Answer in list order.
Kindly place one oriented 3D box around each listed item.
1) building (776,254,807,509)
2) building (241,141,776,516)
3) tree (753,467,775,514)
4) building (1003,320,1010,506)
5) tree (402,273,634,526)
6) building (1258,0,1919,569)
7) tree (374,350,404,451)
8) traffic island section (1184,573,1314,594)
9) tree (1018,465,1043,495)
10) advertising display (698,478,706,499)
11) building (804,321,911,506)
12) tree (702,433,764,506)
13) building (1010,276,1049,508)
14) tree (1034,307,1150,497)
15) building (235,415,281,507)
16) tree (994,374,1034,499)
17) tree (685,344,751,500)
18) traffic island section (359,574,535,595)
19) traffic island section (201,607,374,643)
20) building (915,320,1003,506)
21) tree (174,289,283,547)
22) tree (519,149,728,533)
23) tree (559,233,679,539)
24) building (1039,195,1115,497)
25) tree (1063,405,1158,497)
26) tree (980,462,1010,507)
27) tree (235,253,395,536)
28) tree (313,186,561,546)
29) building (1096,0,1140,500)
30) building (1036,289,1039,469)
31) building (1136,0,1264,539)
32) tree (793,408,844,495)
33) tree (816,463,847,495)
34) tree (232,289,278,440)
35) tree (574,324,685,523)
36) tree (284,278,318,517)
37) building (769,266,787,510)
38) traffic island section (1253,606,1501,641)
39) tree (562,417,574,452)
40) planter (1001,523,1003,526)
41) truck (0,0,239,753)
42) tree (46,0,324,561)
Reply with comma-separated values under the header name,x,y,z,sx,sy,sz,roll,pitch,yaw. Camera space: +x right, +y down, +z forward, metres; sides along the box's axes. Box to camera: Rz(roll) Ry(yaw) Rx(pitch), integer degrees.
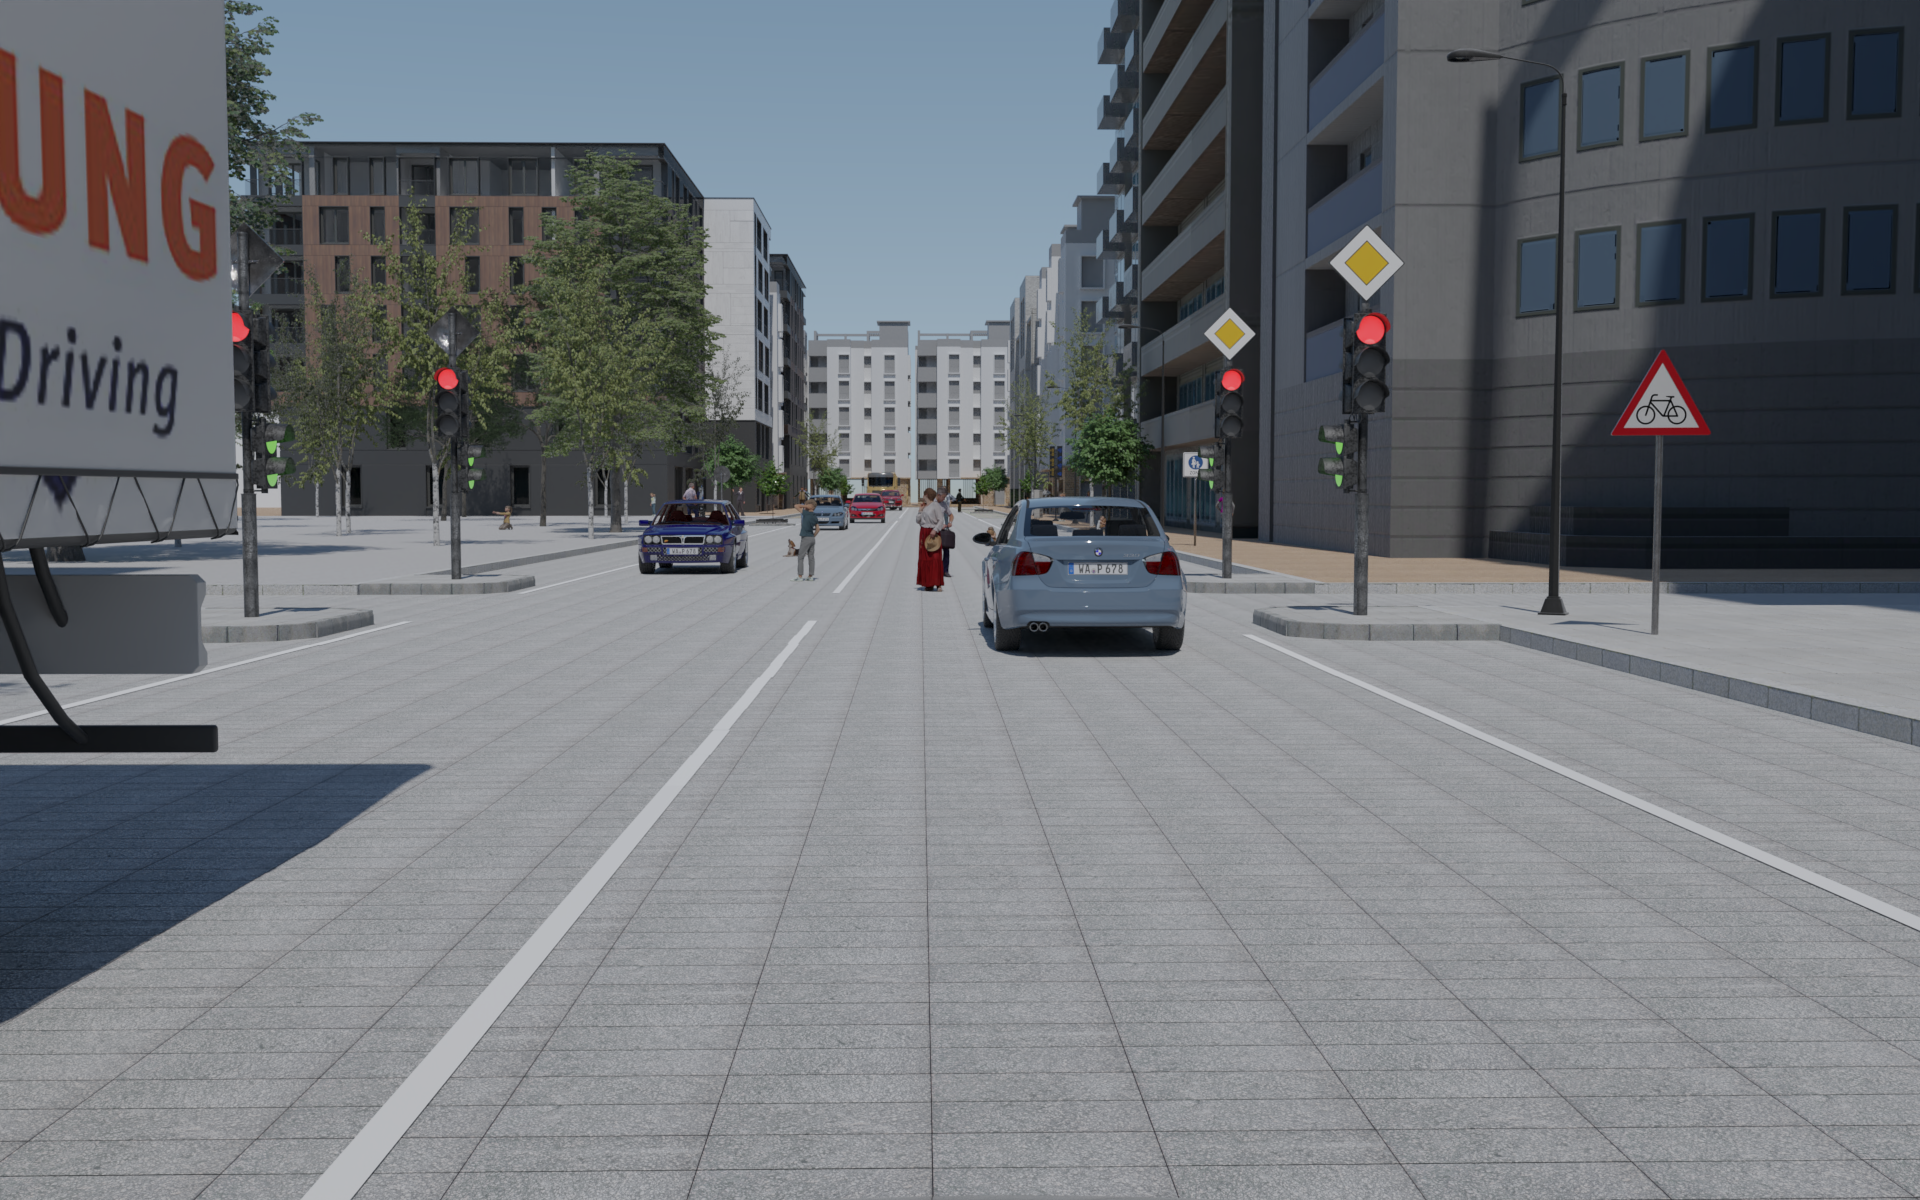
name,x,y,z,sx,sy,sz,roll,pitch,yaw
building,-31.245,-19.389,160.978,32.646,21.610,27.936,0,4,-1
building,-28.055,-16.705,117.107,27.936,21.610,32.646,0,4,-1
tree,-12.407,-7.170,111.833,1.663,3.219,1.824,0,3,0
building,12.761,-19.197,170.298,16.016,20.091,11.380,0,4,-1
tree,-16.266,-8.203,68.528,7.601,10.594,8.767,-3,5,-45
building,22.501,-30.318,37.704,28.212,58.520,21.231,0,4,-1
tree,-24.332,-9.056,82.478,7.601,10.594,8.767,-1,4,-14
traffic island section,4.079,-0.248,26.334,2.009,0.180,2.903,0,4,-1
tree,4.550,-7.381,115.283,1.663,3.219,1.824,0,3,0
advertising display,-10.168,-3.863,68.374,0.123,1.923,0.974,-1,4,-20
building,-11.247,-20.729,195.340,11.380,20.091,16.016,0,4,-1
tree,-12.207,-6.616,91.893,4.285,4.588,4.351,0,3,0
building,13.467,-17.278,148.953,16.747,18.905,31.486,0,4,-1
tree,5.224,-7.180,67.762,4.737,8.622,4.395,0,3,0
building,-71.539,-15.155,189.926,28.070,9.664,9.099,0,4,-1
tree,4.332,-9.482,105.388,4.737,8.622,4.395,0,3,0
tree,-12.167,-8.210,84.593,4.360,8.622,3.978,0,3,0
traffic island section,-7.599,-0.232,26.070,2.009,0.180,2.903,0,4,-1
traffic island section,-7.414,0.257,18.087,2.009,0.180,2.903,0,4,-1
building,0.656,-20.702,194.893,11.380,20.091,16.016,0,4,-1
tree,-18.841,-5.574,41.503,4.737,8.622,4.395,0,3,0
tree,-11.222,-8.540,57.749,7.486,12.596,7.792,0,3,0
tree,-10.342,-6.023,48.841,4.737,8.622,4.395,0,3,0
building,13.871,-15.856,115.669,16.016,20.091,11.380,0,4,-1
tree,5.501,-4.866,63.276,4.285,4.588,4.351,0,3,0
tree,3.618,-11.934,178.835,4.285,4.588,4.351,0,3,0
tree,-19.088,-6.234,52.284,4.360,8.622,3.978,0,3,0
tree,-12.671,-5.636,42.505,4.737,8.622,4.395,0,3,0
building,18.694,-28.516,85.848,23.786,49.044,30.456,0,4,-1
building,13.773,-16.581,127.524,16.016,20.091,11.380,0,4,-1
building,18.106,-26.634,59.165,21.300,48.544,21.600,0,4,-1
tree,-12.198,-12.146,148.948,4.737,8.622,4.395,0,3,0
tree,-13.188,-11.871,177.799,4.285,4.588,4.351,0,3,0
tree,-35.906,-9.539,81.725,9.928,11.665,9.643,0,3,0
tree,-14.490,-7.696,76.199,4.360,8.622,3.978,0,3,0
tree,-20.090,-6.514,56.863,4.737,8.622,4.395,0,3,0
building,-22.249,-17.349,140.083,16.016,20.091,11.380,0,4,-1
traffic island section,4.264,0.240,18.351,2.009,0.180,2.903,0,4,-1
tree,-19.442,-8.812,94.445,4.360,8.622,3.978,0,3,0
planter,2.865,-3.538,78.989,1.991,0.319,1.994,0,4,-1
truck,-3.692,-0.713,0.569,2.839,4.237,11.283,0,4,-1
tree,-17.173,-7.712,32.745,9.857,13.997,8.962,0,3,0
